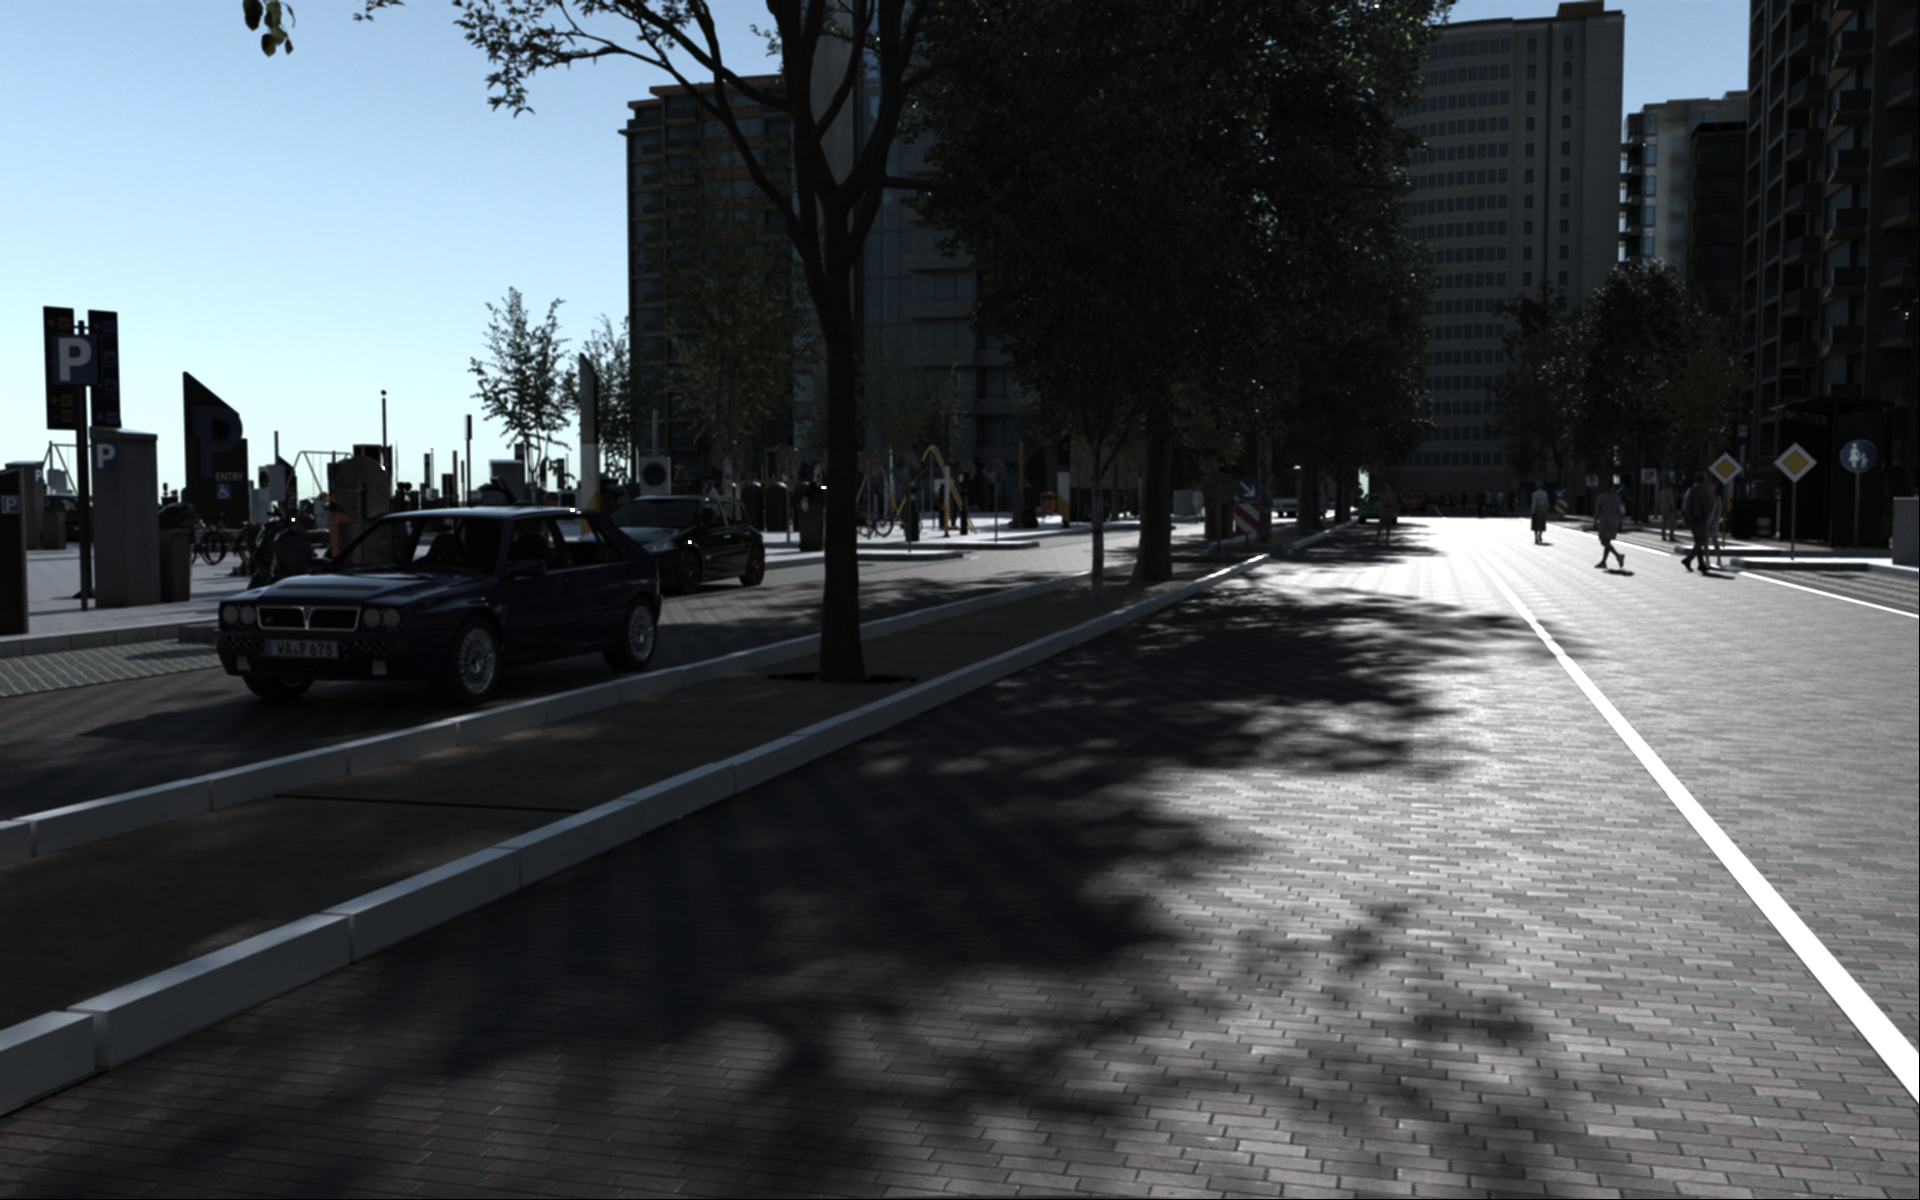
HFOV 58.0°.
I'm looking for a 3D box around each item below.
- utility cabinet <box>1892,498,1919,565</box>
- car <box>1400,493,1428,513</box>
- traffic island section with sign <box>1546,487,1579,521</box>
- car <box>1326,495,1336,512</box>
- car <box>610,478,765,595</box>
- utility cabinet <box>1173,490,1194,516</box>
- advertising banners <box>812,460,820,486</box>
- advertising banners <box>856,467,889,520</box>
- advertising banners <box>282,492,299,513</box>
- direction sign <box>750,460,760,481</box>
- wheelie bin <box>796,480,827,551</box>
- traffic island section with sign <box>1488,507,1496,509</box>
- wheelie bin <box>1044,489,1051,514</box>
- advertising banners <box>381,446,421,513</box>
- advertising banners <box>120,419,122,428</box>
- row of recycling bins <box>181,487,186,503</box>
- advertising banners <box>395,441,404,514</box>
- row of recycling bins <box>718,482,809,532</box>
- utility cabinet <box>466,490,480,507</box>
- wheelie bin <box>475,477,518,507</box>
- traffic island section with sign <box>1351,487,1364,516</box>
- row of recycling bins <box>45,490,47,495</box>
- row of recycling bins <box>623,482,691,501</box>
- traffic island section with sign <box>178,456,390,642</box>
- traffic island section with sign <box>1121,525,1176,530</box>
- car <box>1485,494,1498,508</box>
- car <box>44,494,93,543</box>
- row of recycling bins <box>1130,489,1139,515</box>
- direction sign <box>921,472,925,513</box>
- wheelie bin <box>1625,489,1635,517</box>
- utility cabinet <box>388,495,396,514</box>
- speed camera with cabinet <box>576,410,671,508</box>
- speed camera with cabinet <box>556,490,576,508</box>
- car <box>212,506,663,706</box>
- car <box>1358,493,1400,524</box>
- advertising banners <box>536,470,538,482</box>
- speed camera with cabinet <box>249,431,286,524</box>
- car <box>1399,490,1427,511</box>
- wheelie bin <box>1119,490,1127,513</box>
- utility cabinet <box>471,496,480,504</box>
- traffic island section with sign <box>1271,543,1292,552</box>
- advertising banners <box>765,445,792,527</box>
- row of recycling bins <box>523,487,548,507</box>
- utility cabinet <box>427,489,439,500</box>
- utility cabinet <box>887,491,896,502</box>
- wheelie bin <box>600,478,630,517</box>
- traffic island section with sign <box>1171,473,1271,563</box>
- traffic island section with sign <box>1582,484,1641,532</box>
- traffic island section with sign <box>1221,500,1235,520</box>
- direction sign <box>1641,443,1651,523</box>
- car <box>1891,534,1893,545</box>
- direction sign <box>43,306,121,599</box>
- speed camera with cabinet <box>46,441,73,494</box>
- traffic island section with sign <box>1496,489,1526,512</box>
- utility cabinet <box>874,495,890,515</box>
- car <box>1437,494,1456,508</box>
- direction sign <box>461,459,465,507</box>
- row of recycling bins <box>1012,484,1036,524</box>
[{"bbox_3d":[17.470,-1.235,31.349,1.020,1.237,0.306,2,4,27],"label":"utility cabinet"},{"bbox_3d":[35.039,-7.624,133.687,2.155,1.783,4.494,1,4,15],"label":"car"},{"bbox_3d":[31.922,-5.126,92.439,1.989,1.847,2.006,1,4,15],"label":"traffic island section with sign"},{"bbox_3d":[29.082,-7.471,134.729,1.945,1.354,3.894,1,4,16],"label":"car"},{"bbox_3d":[-4.292,-0.977,25.764,2.009,1.686,4.222,1,4,15],"label":"car"},{"bbox_3d":[12.832,-5.538,99.224,1.173,1.500,0.318,3,5,39],"label":"utility cabinet"},{"bbox_3d":[-8.099,-5.658,88.693,2.074,3.025,0.090,0,4,-5],"label":"advertising banners"},{"bbox_3d":[-4.570,-5.509,86.258,2.074,3.025,0.090,-1,4,-18],"label":"advertising banners"},{"bbox_3d":[-45.238,-7.321,115.884,2.074,3.025,0.090,1,4,10],"label":"advertising banners"},{"bbox_3d":[-13.556,-7.496,114.564,0.379,3.537,0.876,3,5,43],"label":"direction sign"},{"bbox_3d":[-3.292,-1.903,39.017,0.693,1.594,0.980,0,4,5],"label":"wheelie bin"},{"bbox_3d":[51.546,-9.610,165.755,1.989,1.847,2.006,1,4,15],"label":"traffic island section with sign"},{"bbox_3d":[5.506,-6.323,111.282,0.980,1.594,0.693,1,4,20],"label":"wheelie bin"},{"bbox_3d":[-20.732,-4.160,64.208,0.090,3.025,2.074,2,4,24],"label":"advertising banners"},{"bbox_3d":[-20.367,-2.765,41.393,0.090,3.025,2.074,-3,5,-44],"label":"advertising banners"},{"bbox_3d":[-44.470,-5.870,103.090,3.534,1.692,1.069,-1,4,-17],"label":"row of recycling bins"},{"bbox_3d":[-18.721,-3.762,57.693,0.090,3.025,2.074,-1,4,-15],"label":"advertising banners"},{"bbox_3d":[-6.677,-3.224,59.818,3.534,1.692,1.069,1,4,11],"label":"row of recycling bins"},{"bbox_3d":[-29.666,-5.968,106.255,1.173,1.500,0.318,-2,4,-34],"label":"utility cabinet"},{"bbox_3d":[-8.421,-1.445,31.527,0.693,1.594,0.980,-2,4,-30],"label":"wheelie bin"},{"bbox_3d":[26.758,-6.624,116.444,2.006,1.907,1.989,1,4,15],"label":"traffic island section with sign"},{"bbox_3d":[-51.396,-5.298,93.732,3.534,1.692,1.069,-2,4,-27],"label":"row of recycling bins"},{"bbox_3d":[-10.409,-3.230,59.924,1.069,1.692,3.534,2,4,32],"label":"row of recycling bins"},{"bbox_3d":[-6.341,-0.535,17.374,1.989,1.847,2.006,1,4,15],"label":"traffic island section with sign"},{"bbox_3d":[7.629,-3.729,69.593,1.989,1.847,2.006,1,4,15],"label":"traffic island section with sign"},{"bbox_3d":[52.266,-9.757,169.314,2.009,1.686,4.222,1,4,17],"label":"car"},{"bbox_3d":[-23.936,-2.285,47.147,4.222,1.686,2.009,1,4,15],"label":"car"},{"bbox_3d":[11.402,-6.015,105.456,1.069,1.692,3.534,2,4,34],"label":"row of recycling bins"},{"bbox_3d":[-2.484,-7.575,115.855,0.379,3.537,0.876,0,4,-1],"label":"direction sign"},{"bbox_3d":[37.992,-5.554,98.718,0.980,1.594,0.693,1,4,13],"label":"wheelie bin"},{"bbox_3d":[-36.707,-6.169,112.022,0.306,1.237,1.020,0,4,3],"label":"utility cabinet"},{"bbox_3d":[-7.801,-2.816,40.382,2.038,3.252,0.660,0,4,-5],"label":"speed camera with cabinet"},{"bbox_3d":[-16.443,-4.958,75.398,2.038,3.252,0.660,0,4,3],"label":"speed camera with cabinet"},{"bbox_3d":[-3.763,-0.032,13.111,1.945,1.354,3.894,1,4,16],"label":"car"},{"bbox_3d":[20.371,-4.618,84.295,1.959,1.807,4.718,1,4,15],"label":"car"},{"bbox_3d":[-29.266,-7.596,120.378,0.090,3.025,2.074,-2,4,-23],"label":"advertising banners"},{"bbox_3d":[-22.028,-3.685,54.579,2.038,3.252,0.660,3,5,41],"label":"speed camera with cabinet"},{"bbox_3d":[38.716,-8.521,147.991,2.281,1.827,5.304,1,4,13],"label":"car"},{"bbox_3d":[11.110,-6.828,119.543,0.693,1.594,0.980,1,4,17],"label":"wheelie bin"},{"bbox_3d":[-15.016,-2.670,54.815,1.020,1.237,0.306,-1,4,-19],"label":"utility cabinet"},{"bbox_3d":[7.342,-2.184,43.847,2.006,1.907,1.989,1,4,15],"label":"traffic island section with sign"},{"bbox_3d":[-6.891,-4.082,62.925,2.074,3.025,0.090,3,4,38],"label":"advertising banners"},{"bbox_3d":[-24.747,-5.580,98.342,3.534,1.692,1.069,2,4,34],"label":"row of recycling bins"},{"bbox_3d":[-21.142,-3.723,69.542,0.318,1.500,1.173,-2,4,-25],"label":"utility cabinet"},{"bbox_3d":[-4.759,-6.395,113.236,1.173,1.500,0.318,1,4,9],"label":"utility cabinet"},{"bbox_3d":[-6.924,-1.604,34.129,0.693,1.594,0.980,2,4,33],"label":"wheelie bin"},{"bbox_3d":[5.418,-1.747,36.694,2.006,1.907,1.989,1,4,15],"label":"traffic island section with sign"},{"bbox_3d":[24.889,-3.519,66.171,1.989,1.847,2.006,1,4,15],"label":"traffic island section with sign"},{"bbox_3d":[14.800,-5.368,96.397,1.989,1.847,2.006,1,4,15],"label":"traffic island section with sign"},{"bbox_3d":[30.543,-5.200,77.013,0.379,3.537,0.876,0,4,6],"label":"direction sign"},{"bbox_3d":[22.087,-1.672,36.132,4.718,1.807,1.959,1,4,13],"label":"car"},{"bbox_3d":[-10.749,-1.791,21.281,0.379,3.537,0.876,3,4,38],"label":"direction sign"},{"bbox_3d":[-33.115,-4.245,63.743,0.660,3.252,2.038,-2,4,-35],"label":"speed camera with cabinet"},{"bbox_3d":[44.569,-8.018,139.715,1.989,1.847,2.006,1,4,15],"label":"traffic island section with sign"},{"bbox_3d":[-4.810,-5.867,107.081,1.020,1.237,0.306,0,4,5],"label":"utility cabinet"},{"bbox_3d":[51.829,-10.683,184.452,2.009,1.686,4.222,1,4,15],"label":"car"},{"bbox_3d":[-33.824,-7.699,117.879,0.379,3.537,0.876,0,4,-6],"label":"direction sign"},{"bbox_3d":[2.755,-4.146,74.894,1.069,1.692,3.534,0,4,1],"label":"row of recycling bins"}]
